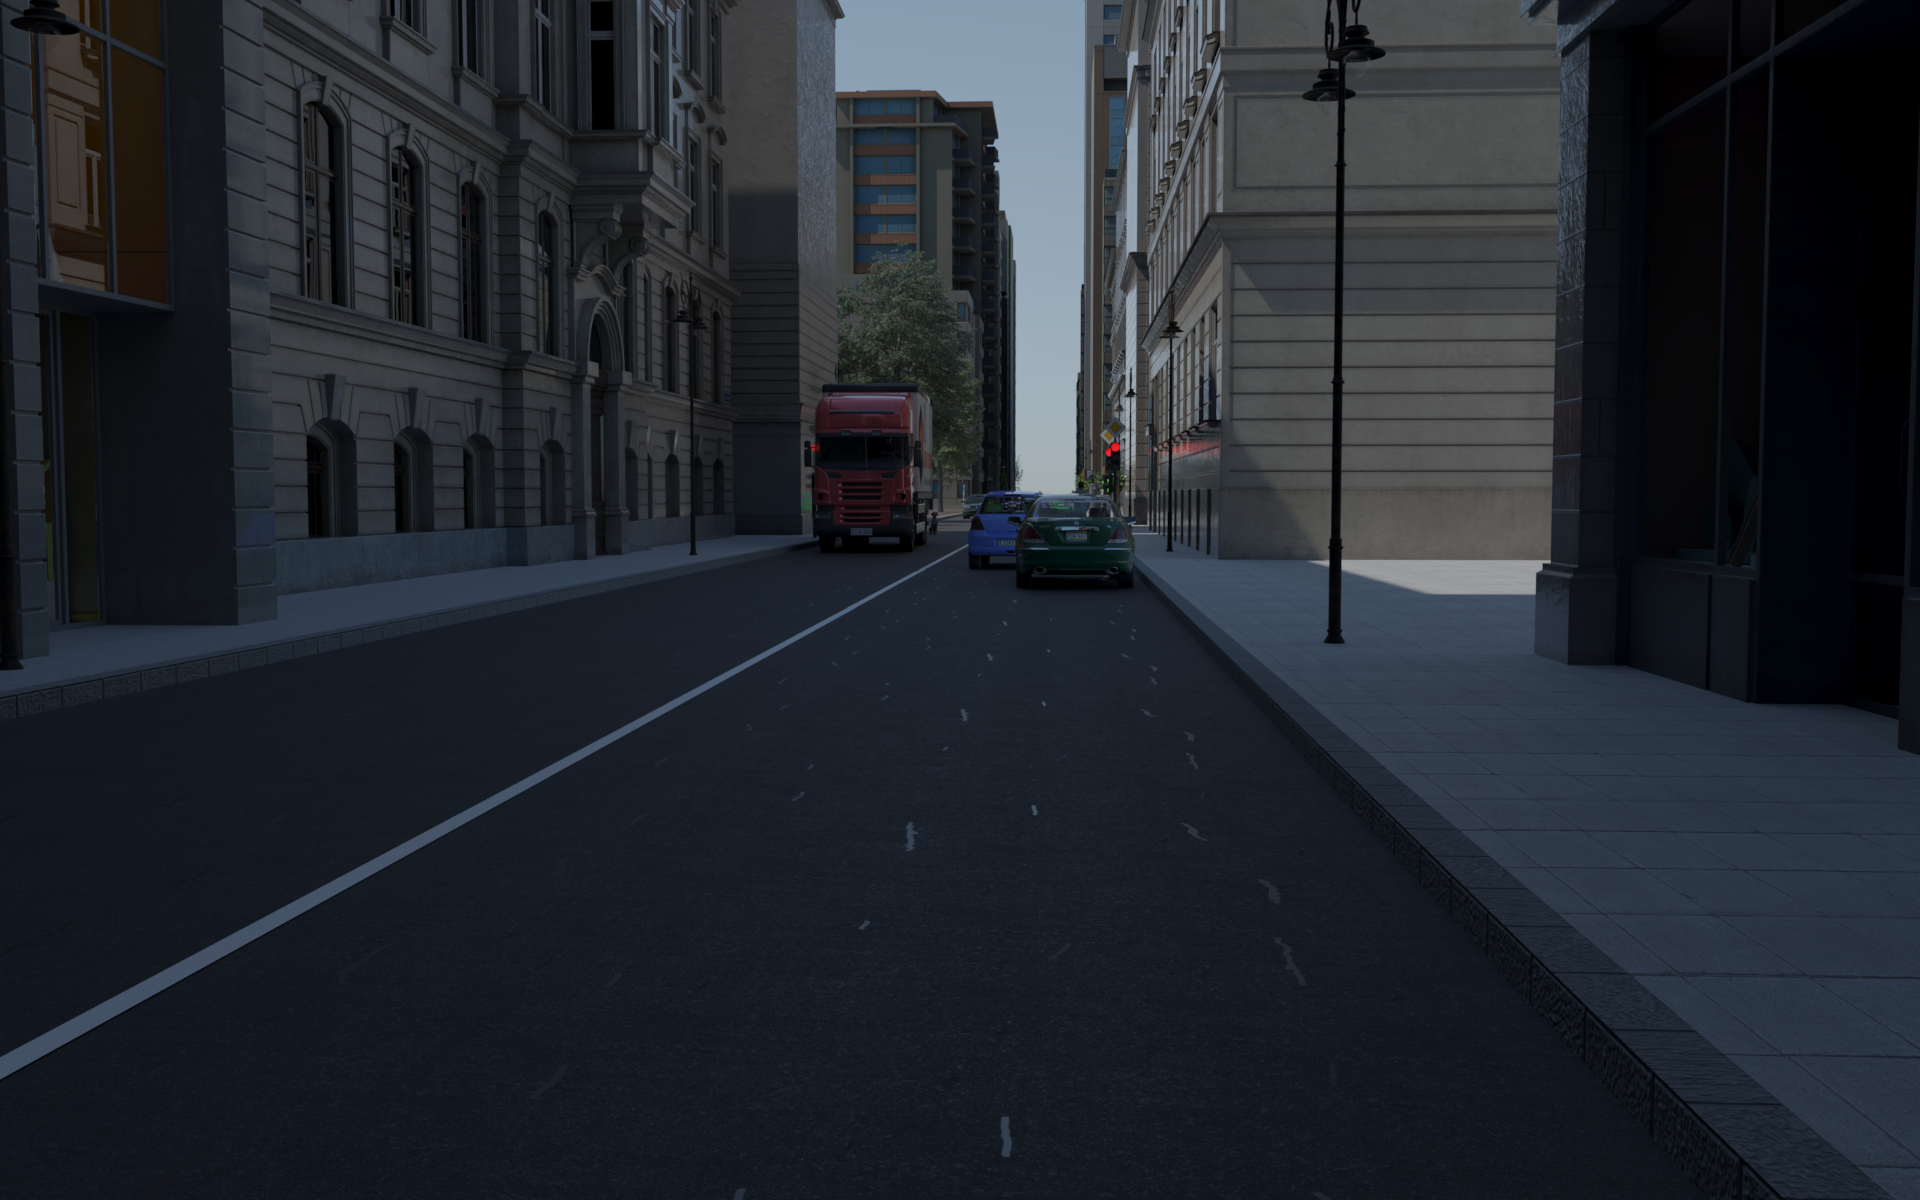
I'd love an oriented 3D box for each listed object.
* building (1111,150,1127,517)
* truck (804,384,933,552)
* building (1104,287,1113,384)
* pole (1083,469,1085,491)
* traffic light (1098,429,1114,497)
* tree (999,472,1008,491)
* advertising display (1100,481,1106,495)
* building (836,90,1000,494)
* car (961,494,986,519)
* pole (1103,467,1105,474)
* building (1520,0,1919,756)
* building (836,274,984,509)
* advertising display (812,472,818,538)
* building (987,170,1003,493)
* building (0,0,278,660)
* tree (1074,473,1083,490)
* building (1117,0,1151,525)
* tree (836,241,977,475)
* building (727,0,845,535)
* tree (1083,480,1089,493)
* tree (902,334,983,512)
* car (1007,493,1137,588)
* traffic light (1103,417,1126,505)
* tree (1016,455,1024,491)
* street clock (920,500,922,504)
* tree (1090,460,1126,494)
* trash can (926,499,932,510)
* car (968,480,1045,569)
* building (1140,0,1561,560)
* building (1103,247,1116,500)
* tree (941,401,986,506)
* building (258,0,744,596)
[{"bbox_3d":[13.496,-15.102,96.070,9.793,20.994,18.267,0,4,3],"label":"building"},{"bbox_3d":[-2.211,-3.511,46.325,2.839,4.237,11.283,0,4,2],"label":"truck"},{"bbox_3d":[17.237,-18.265,134.791,11.583,22.565,21.152,0,4,3],"label":"building"},{"bbox_3d":[10.012,-8.938,139.986,0.158,3.312,0.155,0,3,0],"label":"pole"},{"bbox_3d":[6.095,-5.017,70.950,0.839,4.253,0.868,0,4,3],"label":"traffic light"},{"bbox_3d":[4.626,-14.701,224.071,4.285,4.588,4.351,0,3,0],"label":"tree"},{"bbox_3d":[6.685,-4.644,81.150,0.123,1.923,0.974,0,4,-4],"label":"advertising display"},{"bbox_3d":[-6.989,-32.766,190.356,22.147,44.769,28.867,0,4,3],"label":"building"},{"bbox_3d":[1.099,-5.573,100.905,2.009,1.686,4.222,0,4,4],"label":"car"},{"bbox_3d":[10.640,-8.220,128.245,0.158,3.312,0.155,0,3,0],"label":"pole"},{"bbox_3d":[8.953,-9.832,11.662,10.553,20.767,40.483,0,4,3],"label":"building"},{"bbox_3d":[-12.260,-19.412,162.419,27.650,21.520,28.899,0,4,3],"label":"building"},{"bbox_3d":[-4.274,-2.803,51.043,0.123,1.923,0.974,0,4,-1],"label":"advertising display"},{"bbox_3d":[-2.387,-32.384,213.070,14.154,41.232,14.086,0,4,3],"label":"building"},{"bbox_3d":[-13.235,-13.761,2.494,11.434,29.767,29.804,0,4,3],"label":"building"},{"bbox_3d":[16.546,-15.008,229.096,4.285,4.588,4.351,0,3,0],"label":"tree"},{"bbox_3d":[19.610,-17.028,75.668,25.104,27.353,12.463,0,4,3],"label":"building"},{"bbox_3d":[-3.668,-11.155,89.043,9.857,13.997,8.962,0,3,0],"label":"tree"},{"bbox_3d":[-13.547,-12.814,58.663,18.267,20.994,9.793,0,4,3],"label":"building"},{"bbox_3d":[11.439,-9.351,147.486,1.663,3.219,1.824,0,3,0],"label":"tree"},{"bbox_3d":[-1.675,-12.443,121.563,7.486,12.596,7.792,0,3,0],"label":"tree"},{"bbox_3d":[1.818,-0.985,27.910,2.131,1.459,4.920,0,4,2],"label":"car"},{"bbox_3d":[5.624,-4.530,62.979,0.839,4.253,0.868,0,4,3],"label":"traffic light"},{"bbox_3d":[9.566,-21.767,306.254,4.737,8.622,4.395,0,3,0],"label":"tree"},{"bbox_3d":[-2.479,-6.562,111.858,0.471,2.002,0.358,2,4,25],"label":"street clock"},{"bbox_3d":[7.615,-5.564,85.573,1.663,3.219,1.824,0,3,0],"label":"tree"},{"bbox_3d":[-2.465,-7.843,139.892,0.748,1.137,0.748,0,3,0],"label":"trash can"},{"bbox_3d":[1.120,-1.517,34.400,1.945,1.707,3.694,0,4,5],"label":"car"},{"bbox_3d":[13.136,-13.065,46.896,16.112,22.955,30.059,0,4,3],"label":"building"},{"bbox_3d":[14.987,-15.302,114.813,10.561,19.102,19.286,0,4,3],"label":"building"},{"bbox_3d":[0.214,-11.386,136.526,4.360,8.622,3.978,0,3,0],"label":"tree"},{"bbox_3d":[-12.926,-13.199,34.890,14.460,24.649,34.723,0,4,3],"label":"building"}]
